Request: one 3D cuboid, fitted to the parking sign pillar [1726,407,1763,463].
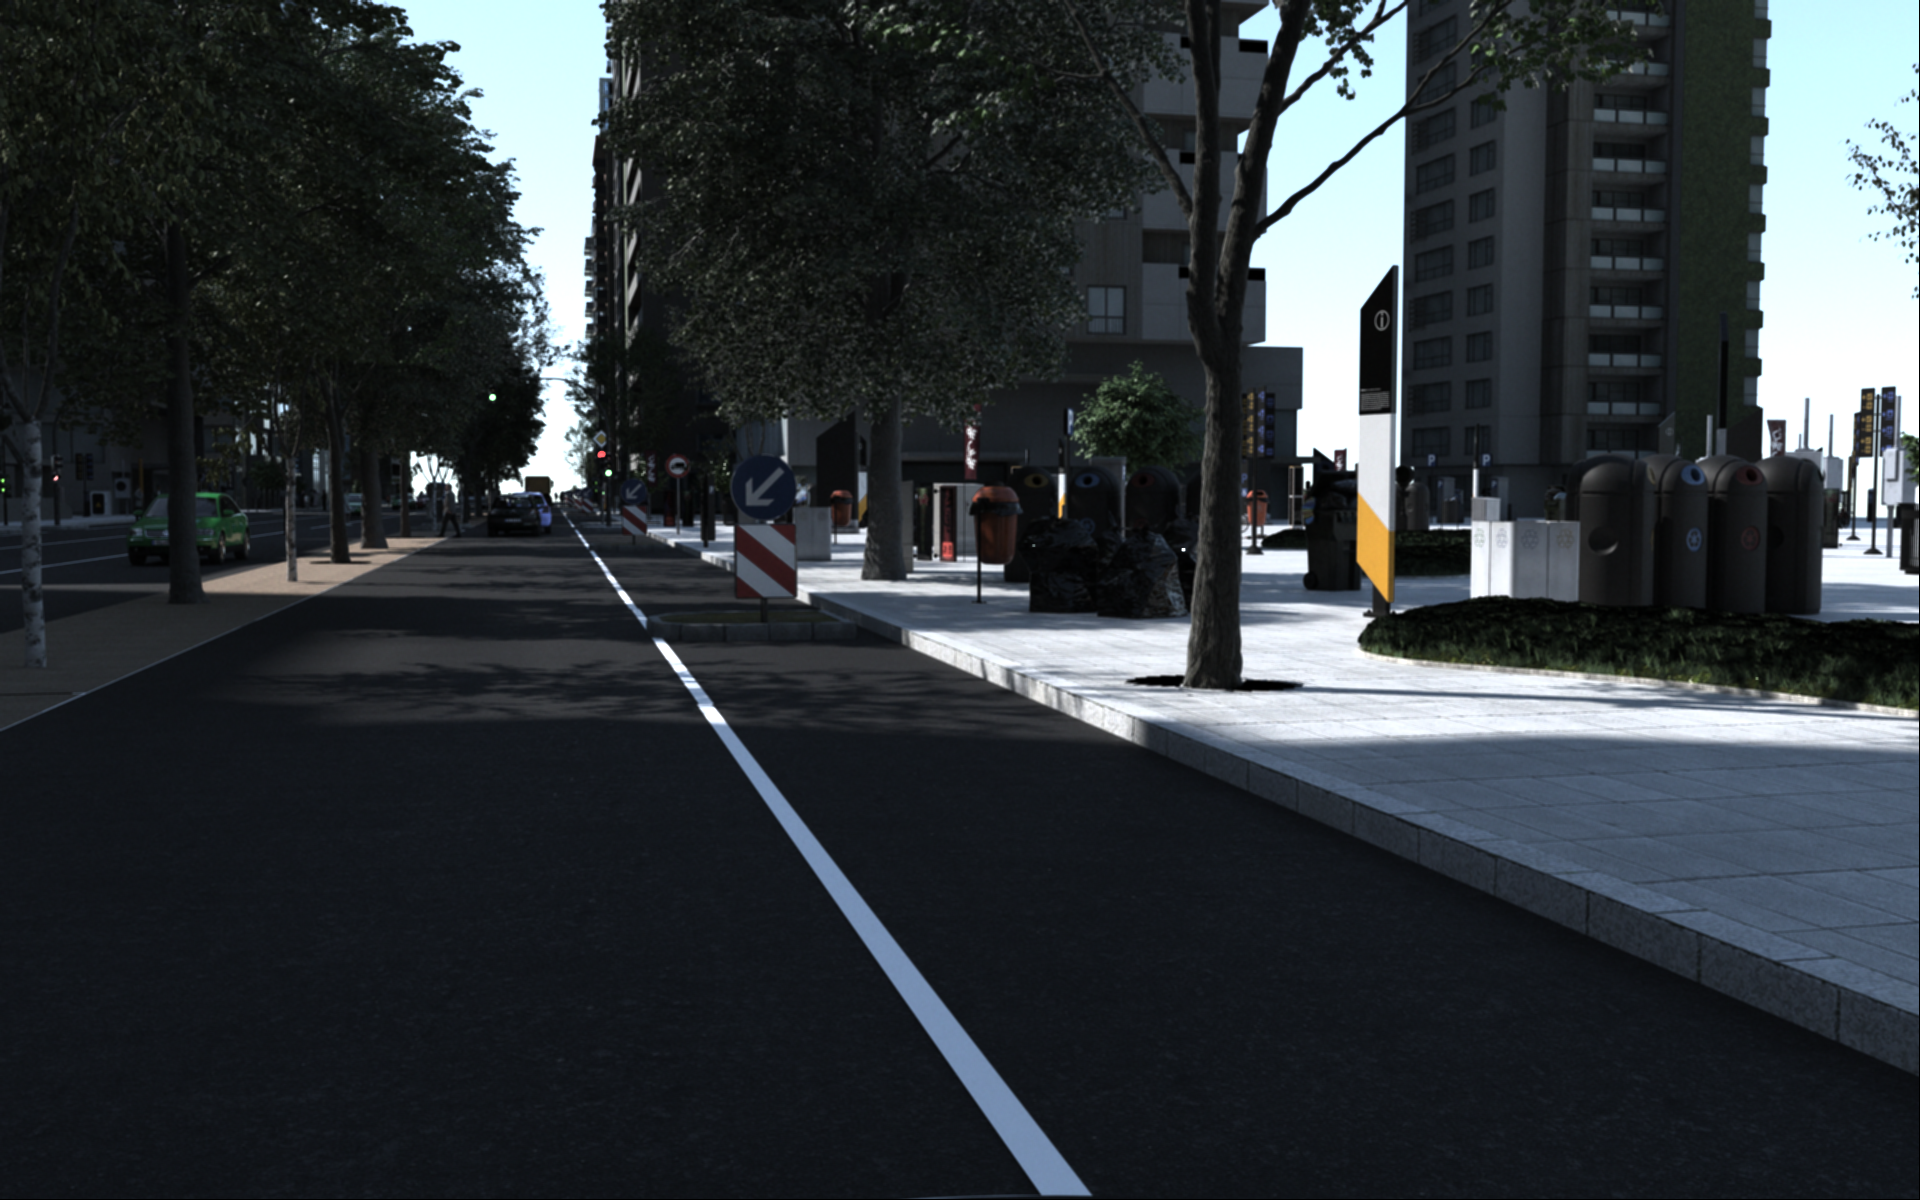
[{"bbox_3d":[24.321,-4.012,54.075,1.447,3.967,1.447,2,4,28],"label":"parking sign pillar"}]

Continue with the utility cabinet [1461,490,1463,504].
[{"bbox_3d":[25.974,-4.970,89.939,0.318,1.500,1.173,1,4,15],"label":"utility cabinet"}]

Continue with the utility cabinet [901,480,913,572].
[{"bbox_3d":[-0.947,-1.212,28.490,0.318,1.500,1.173,0,4,-3],"label":"utility cabinet"}]

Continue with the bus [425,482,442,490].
[{"bbox_3d":[-78.742,-16.242,260.410,2.948,3.499,13.247,-1,4,-15],"label":"bus"}]

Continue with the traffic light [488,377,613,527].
[{"bbox_3d":[-15.887,-5.680,67.537,4.771,5.953,1.251,-1,4,-13],"label":"traffic light"}]

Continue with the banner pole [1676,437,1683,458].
[{"bbox_3d":[31.371,-5.237,75.643,0.401,3.779,0.863,0,4,3],"label":"banner pole"}]

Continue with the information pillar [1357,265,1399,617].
[{"bbox_3d":[4.340,-1.628,17.976,0.183,3.616,0.504,-2,4,-30],"label":"information pillar"}]

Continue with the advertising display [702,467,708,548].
[{"bbox_3d":[-6.161,-2.246,41.940,0.123,1.923,0.974,0,4,-8],"label":"advertising display"}]

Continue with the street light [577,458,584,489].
[{"bbox_3d":[-52.122,-16.243,238.359,0.468,5.910,1.993,-1,4,-13],"label":"street light"}]

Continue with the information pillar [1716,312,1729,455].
[{"bbox_3d":[9.737,-1.885,22.170,0.183,3.616,0.504,1,4,20],"label":"information pillar"}]

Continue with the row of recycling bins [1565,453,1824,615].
[{"bbox_3d":[7.656,-0.672,18.093,3.534,1.692,1.069,-2,4,-30],"label":"row of recycling bins"}]

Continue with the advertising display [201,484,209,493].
[{"bbox_3d":[-48.317,-6.443,110.560,0.123,1.923,0.974,1,4,14],"label":"advertising display"}]

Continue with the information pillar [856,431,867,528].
[{"bbox_3d":[-3.691,-4.490,64.771,0.183,3.616,0.504,3,5,42],"label":"information pillar"}]

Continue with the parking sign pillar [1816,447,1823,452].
[{"bbox_3d":[48.133,-6.709,98.157,1.447,3.967,1.447,2,4,27],"label":"parking sign pillar"}]

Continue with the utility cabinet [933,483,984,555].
[{"bbox_3d":[-0.002,-1.675,36.061,1.173,1.500,0.318,-3,5,-41],"label":"utility cabinet"}]

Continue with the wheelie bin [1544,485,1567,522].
[{"bbox_3d":[21.425,-3.321,62.206,0.693,1.594,0.980,-3,5,-41],"label":"wheelie bin"}]

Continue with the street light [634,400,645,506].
[{"bbox_3d":[-15.503,-6.790,83.797,0.468,5.910,1.993,-1,4,-13],"label":"street light"}]

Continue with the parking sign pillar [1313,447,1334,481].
[{"bbox_3d":[21.015,-6.813,99.864,1.447,3.967,1.447,-1,4,-15],"label":"parking sign pillar"}]

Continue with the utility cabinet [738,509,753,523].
[{"bbox_3d":[-4.239,-1.570,34.352,0.318,1.500,1.173,0,4,-7],"label":"utility cabinet"}]

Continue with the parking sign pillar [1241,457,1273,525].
[{"bbox_3d":[12.234,-5.085,71.613,1.447,3.967,1.447,-2,4,-34],"label":"parking sign pillar"}]

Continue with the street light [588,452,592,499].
[{"bbox_3d":[-40.628,-13.293,190.133,0.468,5.910,1.993,-1,4,-13],"label":"street light"}]

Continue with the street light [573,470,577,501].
[{"bbox_3d":[-59.909,-18.241,271.020,0.468,5.910,1.993,-1,4,-13],"label":"street light"}]

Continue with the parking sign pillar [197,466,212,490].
[{"bbox_3d":[-59.632,-9.049,136.420,1.447,3.967,1.447,1,4,19],"label":"parking sign pillar"}]

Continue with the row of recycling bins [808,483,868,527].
[{"bbox_3d":[-4.358,-3.671,67.137,3.534,1.692,1.069,0,4,1],"label":"row of recycling bins"}]

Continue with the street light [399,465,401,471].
[{"bbox_3d":[-83.934,-17.576,260.157,0.468,5.910,1.993,-1,4,-13],"label":"street light"}]

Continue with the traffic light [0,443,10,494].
[{"bbox_3d":[-35.142,-4.538,63.115,0.839,4.253,0.868,-1,4,-13],"label":"traffic light"}]

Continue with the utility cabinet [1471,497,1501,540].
[{"bbox_3d":[10.231,-1.378,33.692,0.306,1.237,1.020,2,4,32],"label":"utility cabinet"}]

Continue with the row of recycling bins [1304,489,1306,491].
[{"bbox_3d":[28.888,-8.987,154.057,3.534,1.692,1.069,1,4,20],"label":"row of recycling bins"}]

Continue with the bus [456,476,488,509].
[{"bbox_3d":[-48.281,-10.847,172.203,2.948,3.499,13.247,-1,4,-13],"label":"bus"}]

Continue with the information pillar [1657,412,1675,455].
[{"bbox_3d":[20.244,-3.569,49.703,0.504,3.616,0.183,0,4,-5],"label":"information pillar"}]

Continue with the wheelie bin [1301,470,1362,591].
[{"bbox_3d":[5.055,-0.932,23.150,0.980,1.594,0.693,-2,4,-28],"label":"wheelie bin"}]

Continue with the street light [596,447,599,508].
[{"bbox_3d":[-32.943,-11.294,157.447,0.468,5.910,1.993,-1,4,-13],"label":"street light"}]

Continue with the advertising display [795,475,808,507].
[{"bbox_3d":[-5.504,-3.256,58.453,0.123,1.923,0.974,3,4,37],"label":"advertising display"}]

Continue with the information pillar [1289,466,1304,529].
[{"bbox_3d":[8.916,-2.534,45.918,0.304,2.012,0.304,-1,4,-9],"label":"information pillar"}]

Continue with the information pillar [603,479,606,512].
[{"bbox_3d":[-25.131,-8.042,122.847,0.183,3.616,0.504,1,4,22],"label":"information pillar"}]

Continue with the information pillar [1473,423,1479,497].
[{"bbox_3d":[17.147,-4.050,57.565,0.183,3.616,0.504,0,4,7],"label":"information pillar"}]

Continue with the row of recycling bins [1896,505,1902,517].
[{"bbox_3d":[44.223,-4.361,78.411,1.069,1.692,3.534,-3,4,-37],"label":"row of recycling bins"}]

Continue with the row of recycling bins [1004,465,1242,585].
[{"bbox_3d":[2.308,-1.088,24.910,3.534,1.692,1.069,1,4,20],"label":"row of recycling bins"}]

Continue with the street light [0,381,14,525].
[{"bbox_3d":[-39.100,-5.995,70.803,0.468,5.910,1.993,-1,4,-13],"label":"street light"}]

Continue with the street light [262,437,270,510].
[{"bbox_3d":[-54.686,-10.012,136.487,0.468,5.910,1.993,-1,4,-13],"label":"street light"}]

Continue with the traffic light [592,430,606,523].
[{"bbox_3d":[-15.715,-5.322,75.927,0.839,4.253,0.868,-1,4,-13],"label":"traffic light"}]

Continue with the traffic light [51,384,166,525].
[{"bbox_3d":[-34.970,-5.916,71.399,4.771,5.953,1.251,-1,4,-13],"label":"traffic light"}]

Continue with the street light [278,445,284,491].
[{"bbox_3d":[-56.759,-10.541,145.138,0.468,5.910,1.993,-1,4,-13],"label":"street light"}]

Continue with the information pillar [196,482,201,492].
[{"bbox_3d":[-47.867,-6.381,108.820,0.304,2.012,0.304,-2,4,-34],"label":"information pillar"}]

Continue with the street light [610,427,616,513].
[{"bbox_3d":[-23.290,-8.790,116.501,0.468,5.910,1.993,-1,4,-13],"label":"street light"}]

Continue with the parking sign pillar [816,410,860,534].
[{"bbox_3d":[-3.962,-4.129,55.984,1.447,3.967,1.447,1,4,12],"label":"parking sign pillar"}]

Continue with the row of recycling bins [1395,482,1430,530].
[{"bbox_3d":[15.343,-3.275,60.654,1.069,1.692,3.534,-1,4,-11],"label":"row of recycling bins"}]

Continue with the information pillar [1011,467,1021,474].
[{"bbox_3d":[1.576,-2.567,46.459,0.304,2.012,0.304,2,4,31],"label":"information pillar"}]

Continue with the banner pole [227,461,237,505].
[{"bbox_3d":[-54.553,-8.554,129.875,0.863,3.779,0.401,0,4,-5],"label":"banner pole"}]

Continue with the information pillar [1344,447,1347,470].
[{"bbox_3d":[19.207,-5.846,86.935,0.504,3.616,0.183,-2,4,-30],"label":"information pillar"}]

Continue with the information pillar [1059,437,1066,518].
[{"bbox_3d":[4.191,-4.876,71.070,0.183,3.616,0.504,-2,4,-24],"label":"information pillar"}]
